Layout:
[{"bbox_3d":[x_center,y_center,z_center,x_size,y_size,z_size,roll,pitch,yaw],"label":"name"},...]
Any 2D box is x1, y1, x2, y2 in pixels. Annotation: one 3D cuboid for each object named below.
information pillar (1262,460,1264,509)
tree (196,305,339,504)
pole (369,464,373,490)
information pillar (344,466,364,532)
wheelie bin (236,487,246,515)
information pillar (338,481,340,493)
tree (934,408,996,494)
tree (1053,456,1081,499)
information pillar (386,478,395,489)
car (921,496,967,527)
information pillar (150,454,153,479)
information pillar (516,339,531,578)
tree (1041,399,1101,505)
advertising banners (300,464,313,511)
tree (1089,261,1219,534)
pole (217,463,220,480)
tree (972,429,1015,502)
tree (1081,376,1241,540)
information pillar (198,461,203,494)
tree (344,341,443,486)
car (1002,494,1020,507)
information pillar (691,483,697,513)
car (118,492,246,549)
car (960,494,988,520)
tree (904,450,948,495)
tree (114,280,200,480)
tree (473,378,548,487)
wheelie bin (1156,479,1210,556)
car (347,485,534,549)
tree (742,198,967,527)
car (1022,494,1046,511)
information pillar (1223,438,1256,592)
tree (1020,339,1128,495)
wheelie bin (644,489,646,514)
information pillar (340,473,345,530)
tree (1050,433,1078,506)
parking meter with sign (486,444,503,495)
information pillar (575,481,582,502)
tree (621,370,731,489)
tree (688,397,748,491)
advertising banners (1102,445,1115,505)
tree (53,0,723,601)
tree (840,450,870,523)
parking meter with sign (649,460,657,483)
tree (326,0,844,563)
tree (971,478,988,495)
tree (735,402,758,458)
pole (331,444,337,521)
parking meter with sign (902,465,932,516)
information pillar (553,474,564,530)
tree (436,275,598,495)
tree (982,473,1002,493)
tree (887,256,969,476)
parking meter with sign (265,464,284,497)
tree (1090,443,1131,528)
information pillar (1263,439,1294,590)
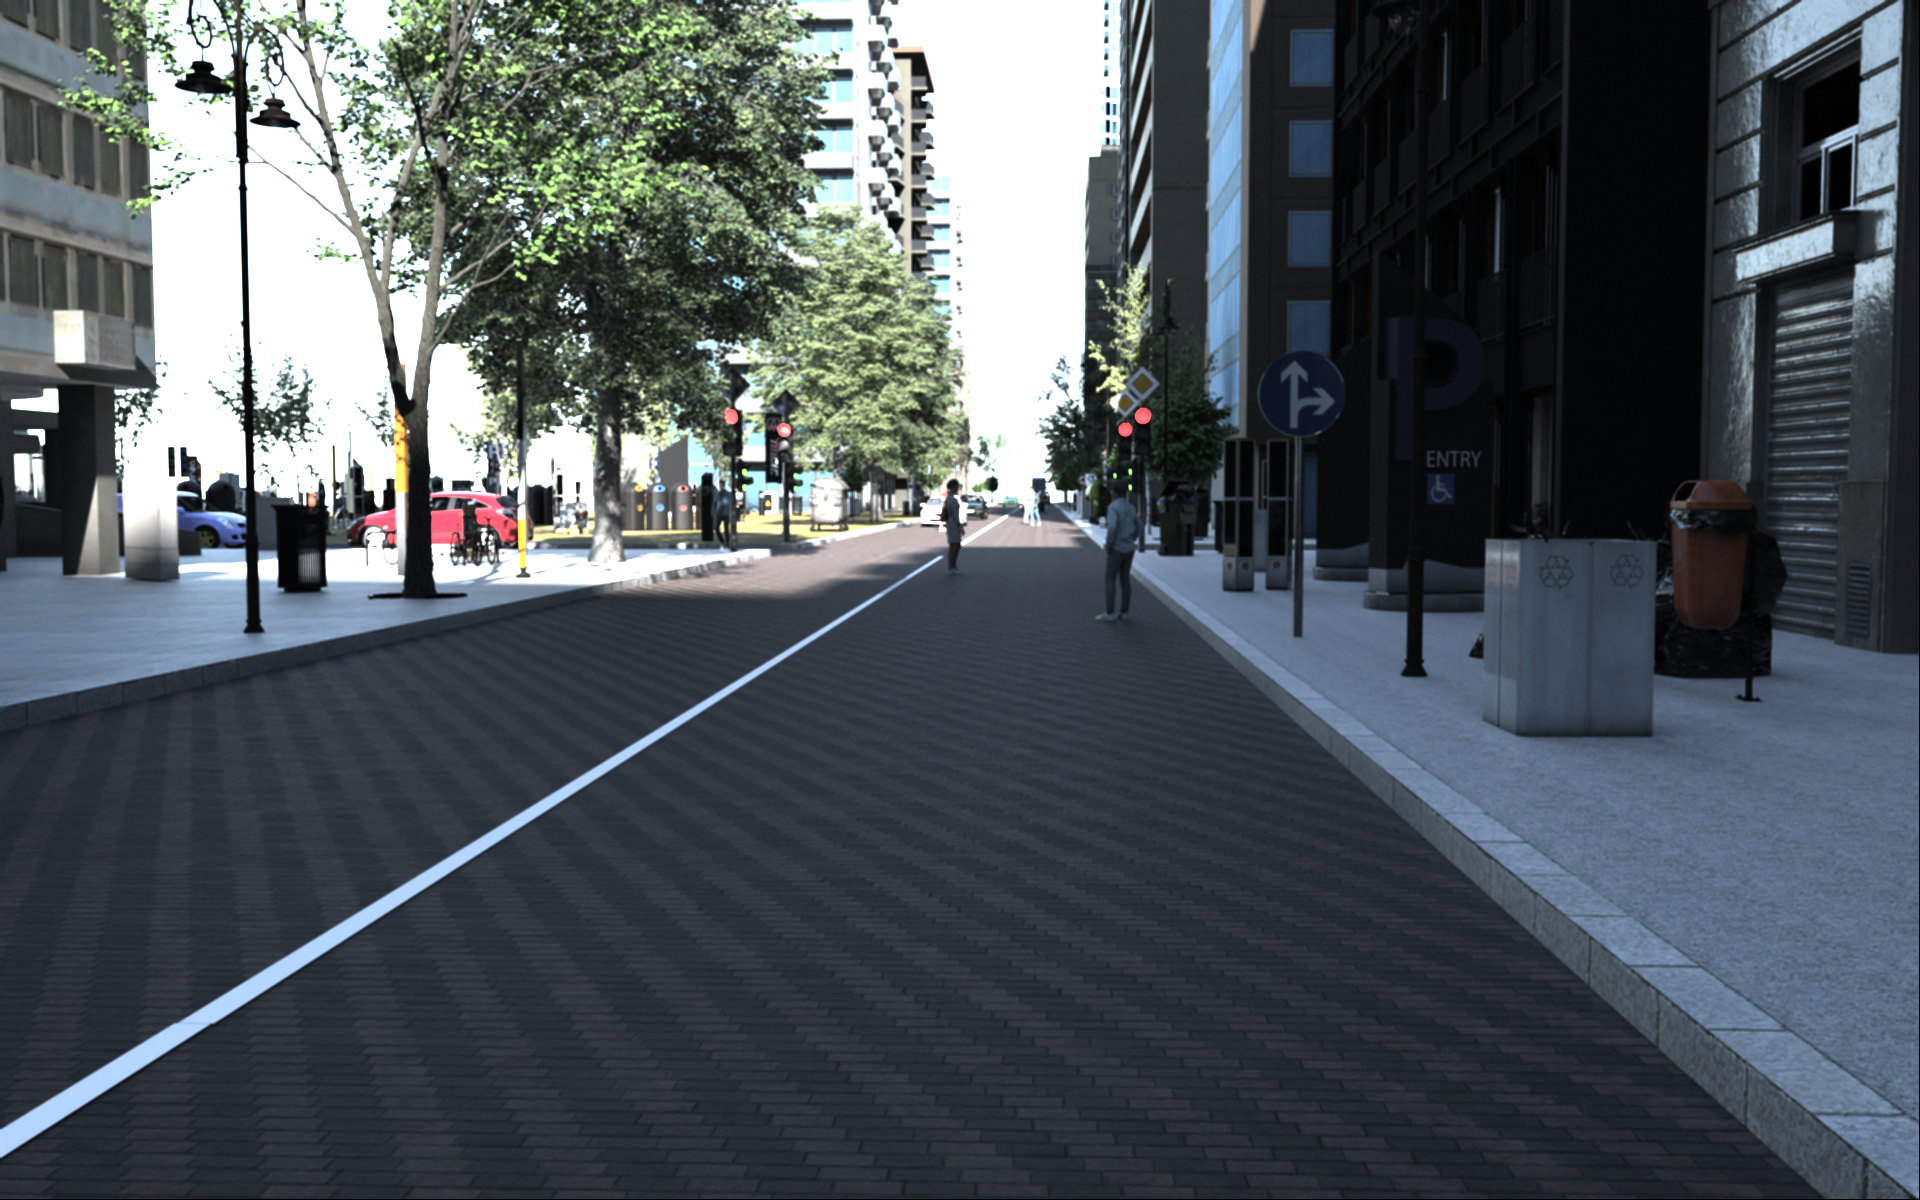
[{"bbox_3d":[6.677,-2.004,37.250,0.304,2.012,0.304,2,4,24],"label":"information pillar"},{"bbox_3d":[-27.812,-7.218,68.379,4.737,8.622,4.395,0,3,0],"label":"tree"},{"bbox_3d":[-40.274,-7.619,118.409,0.158,3.312,0.155,0,3,0],"label":"pole"},{"bbox_3d":[-16.084,-2.544,46.082,0.304,2.012,0.304,3,4,36],"label":"information pillar"},{"bbox_3d":[-32.075,-4.275,77.805,0.980,1.594,0.693,2,4,27],"label":"wheelie bin"},{"bbox_3d":[-34.611,-5.669,97.175,0.304,2.012,0.304,-2,4,-34],"label":"information pillar"},{"bbox_3d":[0.464,-15.513,188.048,7.601,10.594,8.767,0,4,7],"label":"tree"},{"bbox_3d":[9.318,-9.060,131.837,4.285,4.588,4.351,0,3,0],"label":"tree"},{"bbox_3d":[-25.822,-4.531,78.578,0.304,2.012,0.304,1,4,9],"label":"information pillar"},{"bbox_3d":[-0.676,-3.967,77.214,2.083,1.381,4.827,0,4,3],"label":"car"},{"bbox_3d":[-46.658,-6.645,100.007,0.183,3.616,0.504,-2,4,-34],"label":"information pillar"},{"bbox_3d":[-6.707,-2.152,26.539,0.183,3.616,0.504,0,4,-8],"label":"information pillar"},{"bbox_3d":[13.078,-17.600,205.889,7.486,12.596,7.792,0,3,0],"label":"tree"},{"bbox_3d":[-37.680,-6.344,99.910,0.090,3.025,2.074,0,4,0],"label":"advertising banners"},{"bbox_3d":[6.011,-6.374,54.583,4.737,8.622,4.395,0,3,0],"label":"tree"},{"bbox_3d":[-47.974,-7.238,112.182,0.158,3.312,0.155,0,3,0],"label":"pole"},{"bbox_3d":[5.199,-21.467,276.737,9.928,11.665,9.643,0,3,0],"label":"tree"},{"bbox_3d":[6.214,-3.970,48.622,4.285,4.588,4.351,0,3,0],"label":"tree"},{"bbox_3d":[-49.654,-7.442,113.023,0.183,3.616,0.504,1,4,18],"label":"information pillar"},{"bbox_3d":[-27.465,-8.147,83.565,4.360,8.622,3.978,0,3,0],"label":"tree"},{"bbox_3d":[5.762,-11.242,195.600,2.131,1.459,4.920,0,4,2],"label":"car"},{"bbox_3d":[-17.949,-6.874,116.876,0.304,2.012,0.304,-2,4,-26],"label":"information pillar"},{"bbox_3d":[-19.900,-2.111,44.109,3.694,1.707,1.945,0,4,3],"label":"car"},{"bbox_3d":[0.639,-5.385,97.827,2.009,1.686,4.222,0,4,4],"label":"car"},{"bbox_3d":[-2.543,-8.838,128.211,4.285,4.588,4.351,0,3,0],"label":"tree"},{"bbox_3d":[-27.989,-6.592,58.141,4.360,8.622,3.978,0,3,0],"label":"tree"},{"bbox_3d":[-26.413,-9.227,101.230,4.360,8.622,3.978,0,3,0],"label":"tree"},{"bbox_3d":[4.552,-1.718,35.995,0.980,1.594,0.693,-3,5,-43],"label":"wheelie bin"},{"bbox_3d":[-12.754,-2.042,42.431,4.494,1.783,2.155,0,4,4],"label":"car"},{"bbox_3d":[-4.373,-9.105,66.994,7.486,12.596,7.792,0,3,0],"label":"tree"},{"bbox_3d":[6.141,-8.350,145.566,2.155,1.783,4.494,0,4,4],"label":"car"},{"bbox_3d":[3.676,-1.121,22.821,0.304,2.012,0.304,-2,4,-30],"label":"information pillar"},{"bbox_3d":[7.606,-10.328,103.278,8.767,10.594,7.601,1,4,9],"label":"tree"},{"bbox_3d":[-20.487,-6.436,113.138,0.980,1.594,0.693,2,4,31],"label":"wheelie bin"},{"bbox_3d":[-20.896,-3.354,59.329,0.304,2.012,0.304,3,4,38],"label":"information pillar"},{"bbox_3d":[11.808,-14.872,193.526,4.360,8.622,3.978,0,3,0],"label":"tree"},{"bbox_3d":[-15.948,-3.844,59.113,0.543,3.016,1.738,-1,4,-10],"label":"parking meter with sign"},{"bbox_3d":[-21.397,-5.665,97.113,0.304,2.012,0.304,0,4,2],"label":"information pillar"},{"bbox_3d":[-14.198,-8.076,82.402,4.737,8.622,4.395,0,3,0],"label":"tree"},{"bbox_3d":[-14.396,-9.337,103.019,4.360,8.622,3.978,0,3,0],"label":"tree"},{"bbox_3d":[5.510,-4.052,62.430,0.090,3.025,2.074,2,4,28],"label":"advertising banners"},{"bbox_3d":[-6.751,-5.822,20.944,9.928,11.665,9.643,0,3,0],"label":"tree"},{"bbox_3d":[-4.702,-4.987,76.142,1.663,3.219,1.824,0,3,0],"label":"tree"},{"bbox_3d":[-14.814,-5.571,87.353,1.738,3.016,0.543,2,4,30],"label":"parking meter with sign"},{"bbox_3d":[-6.629,-7.677,32.174,9.857,13.997,8.962,0,3,0],"label":"tree"},{"bbox_3d":[2.043,-13.559,216.295,1.663,3.219,1.824,0,3,0],"label":"tree"},{"bbox_3d":[-15.321,-9.787,110.381,4.737,8.622,4.395,0,3,0],"label":"tree"},{"bbox_3d":[-25.646,-4.719,70.993,0.158,3.312,0.155,0,3,0],"label":"pole"},{"bbox_3d":[-2.569,-6.581,103.860,1.738,3.016,0.543,-1,4,-18],"label":"parking meter with sign"},{"bbox_3d":[-14.364,-3.518,62.006,0.304,2.012,0.304,-2,4,-33],"label":"information pillar"},{"bbox_3d":[-13.057,-6.117,50.371,4.737,8.622,4.395,0,3,0],"label":"tree"},{"bbox_3d":[4.875,-17.367,267.655,4.285,4.588,4.351,0,3,0],"label":"tree"},{"bbox_3d":[-4.291,-11.087,87.934,9.857,13.997,8.962,0,3,0],"label":"tree"},{"bbox_3d":[-39.719,-6.344,99.978,1.738,3.016,0.543,3,4,37],"label":"parking meter with sign"},{"bbox_3d":[5.965,-4.357,65.842,1.663,3.219,1.824,0,3,0],"label":"tree"},{"bbox_3d":[4.284,-1.145,23.216,0.304,2.012,0.304,1,4,22],"label":"information pillar"}]
